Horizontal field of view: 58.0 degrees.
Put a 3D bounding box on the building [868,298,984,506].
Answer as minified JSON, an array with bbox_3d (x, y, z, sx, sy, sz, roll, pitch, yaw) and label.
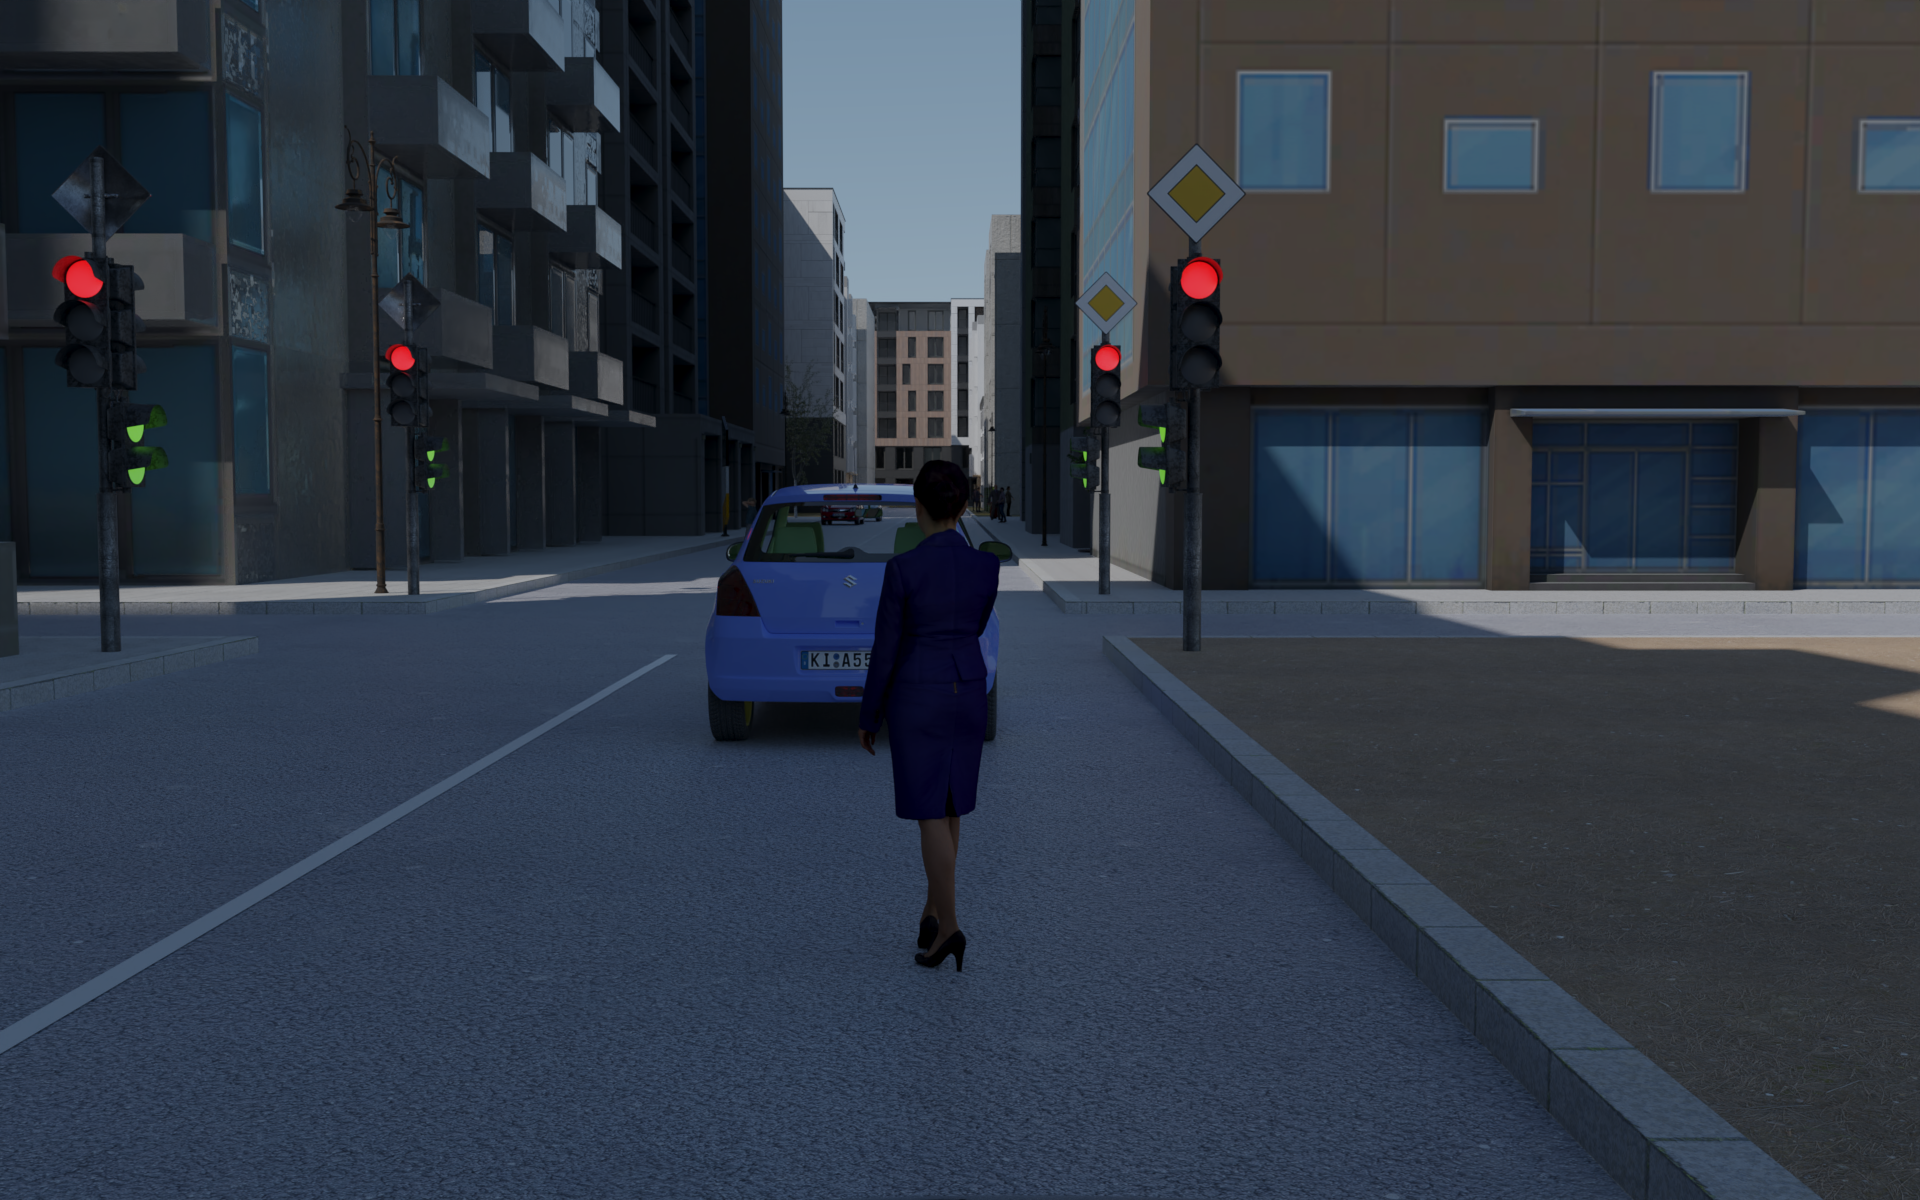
[{"bbox_3d":[-3.206,-21.441,194.537,32.646,21.610,27.936,0,4,0],"label":"building"}]

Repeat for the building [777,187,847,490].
[{"bbox_3d":[-22.382,-16.485,113.504,27.936,21.610,32.646,0,4,0],"label":"building"}]

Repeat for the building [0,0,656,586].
[{"bbox_3d":[-19.776,-25.433,35.432,23.786,49.044,30.456,0,4,0],"label":"building"}]

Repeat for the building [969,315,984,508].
[{"bbox_3d":[8.924,-19.053,167.935,16.016,20.091,11.380,0,4,0],"label":"building"}]

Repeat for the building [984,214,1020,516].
[{"bbox_3d":[10.325,-15.403,118.289,16.747,18.905,31.486,0,4,0],"label":"building"}]

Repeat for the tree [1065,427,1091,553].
[{"bbox_3d":[3.113,-2.656,38.027,1.663,3.219,1.824,0,3,0],"label":"tree"}]

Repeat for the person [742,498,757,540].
[{"bbox_3d":[-4.944,-1.720,40.526,0.340,1.345,0.435,1,4,13],"label":"person"}]

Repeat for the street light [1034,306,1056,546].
[{"bbox_3d":[2.087,-4.271,42.615,0.468,5.910,1.993,0,4,0],"label":"street light"}]

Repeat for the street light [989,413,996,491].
[{"bbox_3d":[1.789,-7.588,96.849,0.468,5.910,1.993,0,4,0],"label":"street light"}]

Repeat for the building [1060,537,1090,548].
[{"bbox_3d":[9.647,-16.835,46.958,14.160,30.474,14.107,0,4,0],"label":"building"}]

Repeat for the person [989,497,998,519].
[{"bbox_3d":[1.750,-4.964,89.669,0.387,1.526,0.523,1,4,19],"label":"person"}]

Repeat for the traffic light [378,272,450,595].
[{"bbox_3d":[-6.952,-2.022,21.981,0.839,4.253,0.868,0,4,0],"label":"traffic light"}]

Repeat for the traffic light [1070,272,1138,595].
[{"bbox_3d":[1.829,-2.026,22.052,0.839,4.253,0.868,0,4,0],"label":"traffic light"}]

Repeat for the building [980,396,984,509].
[{"bbox_3d":[6.464,-12.607,148.269,9.099,9.664,28.070,0,4,0],"label":"building"}]

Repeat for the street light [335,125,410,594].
[{"bbox_3d":[-7.482,-3.023,22.221,0.468,5.910,1.993,0,4,0],"label":"street light"}]

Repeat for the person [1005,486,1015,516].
[{"bbox_3d":[2.863,-5.655,99.219,0.721,1.735,1.217,-1,4,-19],"label":"person"}]

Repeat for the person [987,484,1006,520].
[{"bbox_3d":[1.803,-4.802,85.100,0.990,1.755,0.434,-1,4,-19],"label":"person"}]

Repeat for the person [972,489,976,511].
[{"bbox_3d":[1.193,-7.612,131.971,0.593,1.643,0.415,1,4,12],"label":"person"}]

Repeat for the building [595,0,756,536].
[{"bbox_3d":[-18.168,-38.088,60.992,20.563,71.187,20.611,0,4,0],"label":"building"}]

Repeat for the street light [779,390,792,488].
[{"bbox_3d":[-7.760,-6.383,77.151,0.468,5.910,1.993,0,4,0],"label":"street light"}]

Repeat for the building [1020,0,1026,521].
[{"bbox_3d":[13.377,-33.011,81.727,21.231,58.520,28.212,0,4,0],"label":"building"}]

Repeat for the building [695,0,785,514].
[{"bbox_3d":[-15.693,-26.242,79.171,14.600,45.320,14.200,0,4,0],"label":"building"}]

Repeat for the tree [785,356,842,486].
[{"bbox_3d":[-8.577,-8.710,92.779,4.360,8.622,3.978,0,3,0],"label":"tree"}]

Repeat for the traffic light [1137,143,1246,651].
[{"bbox_3d":[1.880,-1.538,14.067,0.839,4.253,0.868,0,4,0],"label":"traffic light"}]

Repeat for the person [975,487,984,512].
[{"bbox_3d":[1.381,-7.020,121.267,0.568,1.767,0.683,1,4,17],"label":"person"}]

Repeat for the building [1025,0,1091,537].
[{"bbox_3d":[9.275,-17.721,61.436,14.160,30.474,14.107,0,4,0],"label":"building"}]

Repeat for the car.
[{"bbox_3d":[-0.615,-0.108,11.355,1.945,1.707,3.694,0,4,0],"label":"car"}]

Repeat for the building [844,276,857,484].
[{"bbox_3d":[-16.857,-17.862,148.461,16.016,20.091,11.380,0,4,0],"label":"building"}]

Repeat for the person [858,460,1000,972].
[{"bbox_3d":[-0.137,0.336,5.371,0.546,1.535,0.453,3,5,44],"label":"person"}]

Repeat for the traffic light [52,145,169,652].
[{"bbox_3d":[-6.901,-1.534,13.996,0.839,4.253,0.868,0,4,0],"label":"traffic light"}]

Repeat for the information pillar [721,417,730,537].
[{"bbox_3d":[-7.069,-3.721,52.187,0.183,3.616,0.504,-1,4,-22],"label":"information pillar"}]

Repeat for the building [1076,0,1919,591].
[{"bbox_3d":[9.501,-23.129,28.262,14.200,45.320,14.600,0,4,0],"label":"building"}]

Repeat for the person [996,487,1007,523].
[{"bbox_3d":[1.843,-4.215,76.917,0.435,1.587,0.963,-1,4,-12],"label":"person"}]

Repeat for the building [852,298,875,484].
[{"bbox_3d":[-24.225,-18.259,164.993,31.486,18.905,16.747,0,4,0],"label":"building"}]
